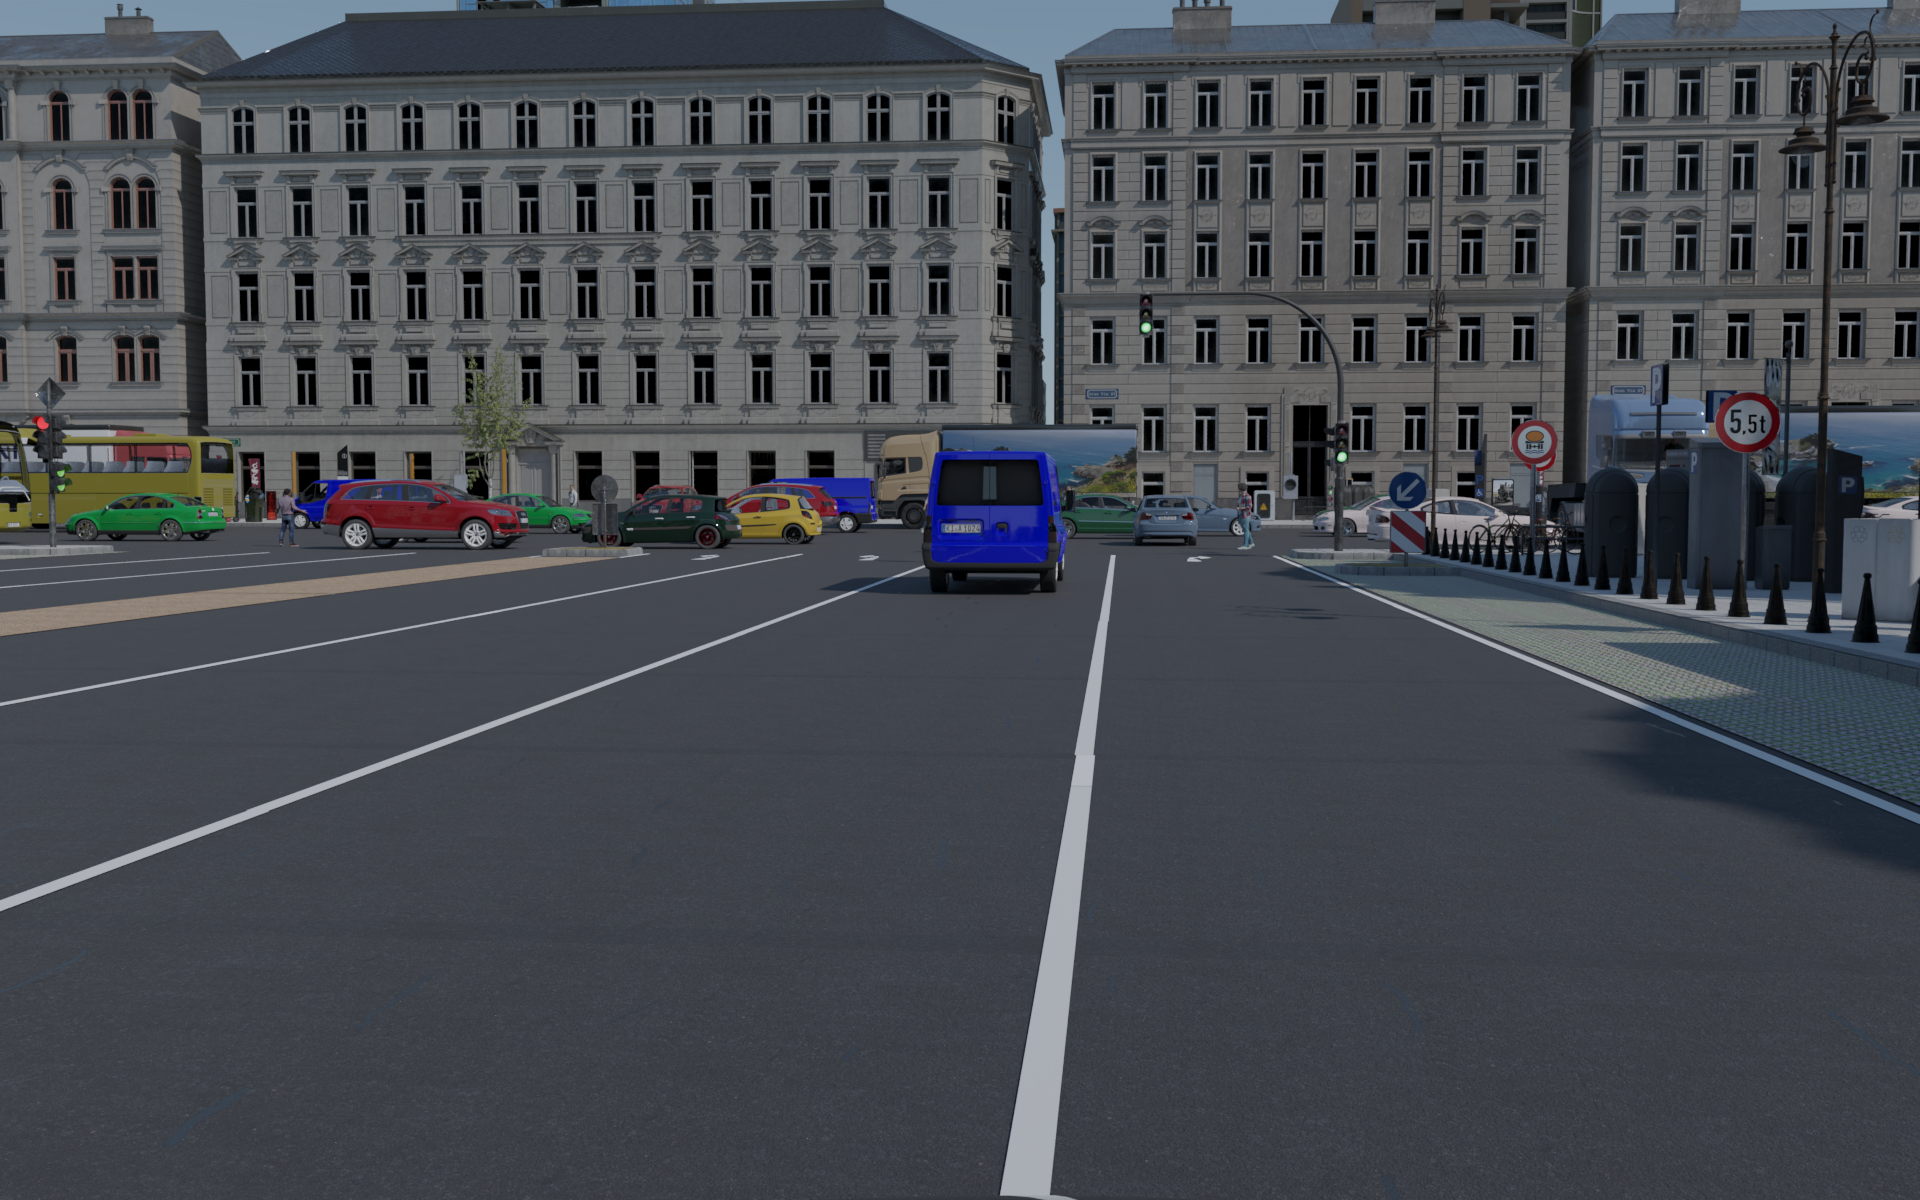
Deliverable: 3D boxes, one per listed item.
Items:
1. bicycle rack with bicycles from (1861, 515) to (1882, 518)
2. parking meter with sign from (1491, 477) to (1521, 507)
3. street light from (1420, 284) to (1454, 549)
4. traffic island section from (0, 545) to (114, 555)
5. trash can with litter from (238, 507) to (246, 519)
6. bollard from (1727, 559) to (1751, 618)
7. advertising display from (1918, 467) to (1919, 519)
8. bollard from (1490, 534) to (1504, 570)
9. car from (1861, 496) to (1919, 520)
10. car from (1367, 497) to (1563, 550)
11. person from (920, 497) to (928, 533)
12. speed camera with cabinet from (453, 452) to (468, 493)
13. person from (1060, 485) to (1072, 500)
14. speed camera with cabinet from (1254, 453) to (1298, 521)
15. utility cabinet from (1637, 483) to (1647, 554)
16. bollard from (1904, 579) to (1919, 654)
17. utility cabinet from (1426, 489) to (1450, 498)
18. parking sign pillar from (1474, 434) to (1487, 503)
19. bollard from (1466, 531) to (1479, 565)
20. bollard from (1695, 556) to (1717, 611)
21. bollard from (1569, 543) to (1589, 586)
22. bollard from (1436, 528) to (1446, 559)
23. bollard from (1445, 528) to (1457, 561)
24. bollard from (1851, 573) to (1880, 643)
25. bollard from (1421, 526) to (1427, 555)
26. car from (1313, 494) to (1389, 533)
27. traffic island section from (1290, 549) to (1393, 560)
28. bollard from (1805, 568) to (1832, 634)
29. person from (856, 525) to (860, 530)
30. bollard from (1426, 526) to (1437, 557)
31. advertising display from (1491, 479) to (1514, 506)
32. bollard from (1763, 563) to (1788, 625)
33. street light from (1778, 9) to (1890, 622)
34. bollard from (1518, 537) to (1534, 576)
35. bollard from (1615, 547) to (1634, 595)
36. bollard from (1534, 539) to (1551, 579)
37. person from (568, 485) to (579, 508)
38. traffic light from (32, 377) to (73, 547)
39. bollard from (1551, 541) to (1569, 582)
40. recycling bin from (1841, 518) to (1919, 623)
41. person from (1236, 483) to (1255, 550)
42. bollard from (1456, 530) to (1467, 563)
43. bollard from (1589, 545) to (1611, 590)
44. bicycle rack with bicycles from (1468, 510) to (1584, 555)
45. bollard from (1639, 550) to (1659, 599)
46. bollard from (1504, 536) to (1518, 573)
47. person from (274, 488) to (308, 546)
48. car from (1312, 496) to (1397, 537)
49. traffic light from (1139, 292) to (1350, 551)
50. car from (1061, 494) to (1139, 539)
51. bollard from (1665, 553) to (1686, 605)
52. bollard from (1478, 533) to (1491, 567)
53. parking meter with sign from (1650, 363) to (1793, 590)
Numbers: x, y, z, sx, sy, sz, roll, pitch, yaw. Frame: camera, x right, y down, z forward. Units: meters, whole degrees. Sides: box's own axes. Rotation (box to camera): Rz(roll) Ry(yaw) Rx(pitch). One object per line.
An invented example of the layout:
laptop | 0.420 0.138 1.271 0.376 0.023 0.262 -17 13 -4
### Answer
bicycle rack with bicycles | 17.192 -1.143 32.071 2.852 0.926 2.925 2 4 30
parking meter with sign | 24.581 -5.045 78.740 1.738 3.016 0.543 0 4 -3
street light | 10.499 -4.006 38.282 0.468 5.910 1.993 0 4 5
traffic island section | -21.887 -1.193 41.781 2.009 0.180 2.903 0 4 5
trash can with litter | -36.463 -4.699 87.893 1.678 1.210 2.233 2 4 35
bollard | 8.138 -0.125 18.084 0.229 0.601 0.229 0 3 0
advertising display | 11.658 -0.909 20.077 0.974 1.923 0.123 1 4 19
bollard | 9.197 -0.818 29.411 0.229 0.601 0.229 0 3 0
car | 28.991 -2.399 51.591 4.827 1.381 2.083 0 4 5
car | 12.816 -1.938 44.054 4.827 1.381 2.083 0 4 5
person | -1.184 -3.317 63.411 0.598 1.740 0.731 1 4 20
speed camera with cabinet | -23.407 -5.309 81.141 0.660 3.252 2.038 -1 4 -15
person | 3.748 -3.088 59.706 0.841 1.734 0.376 2 4 26
speed camera with cabinet | 15.025 -5.385 82.379 2.038 3.252 0.660 1 4 10
utility cabinet | 14.253 -1.702 36.514 0.318 1.500 1.173 3 4 36
bollard | 7.757 0.126 13.976 0.229 0.601 0.229 0 3 0
utility cabinet | 20.383 -3.986 73.854 1.173 1.500 0.318 -2 4 -35
parking sign pillar | 23.144 -5.413 76.981 1.447 3.967 1.447 1 4 20
bollard | 9.390 -0.943 31.463 0.229 0.601 0.229 0 3 0
bollard | 8.235 -0.187 19.106 0.229 0.601 0.229 0 3 0
bollard | 8.716 -0.503 24.258 0.229 0.601 0.229 0 3 0
bollard | 9.678 -1.132 34.547 0.229 0.601 0.229 0 3 0
bollard | 9.582 -1.069 33.514 0.229 0.601 0.229 0 3 0
bollard | 7.850 0.064 14.999 0.229 0.601 0.229 0 3 0
bollard | 9.869 -1.258 36.610 0.229 0.601 0.229 0 3 0
car | 15.327 -3.131 62.996 4.920 1.459 2.131 0 4 6
traffic island section | 8.522 -1.019 38.946 2.009 0.180 2.903 0 4 5
bollard | 7.949 0.001 16.021 0.229 0.601 0.229 0 3 0
person | -4.060 -3.542 69.637 0.697 1.427 0.421 3 4 37
bollard | 9.771 -1.194 35.570 0.229 0.601 0.229 0 3 0
advertising display | 23.408 -4.252 74.734 0.974 1.923 0.123 0 4 -7
bollard | 8.042 -0.062 17.062 0.229 0.601 0.229 0 3 0
street light | 8.589 -2.715 17.181 0.468 5.910 1.993 0 4 5
bollard | 9.003 -0.691 27.346 0.229 0.601 0.229 0 3 0
bollard | 8.525 -0.376 22.192 0.229 0.601 0.229 0 3 0
bollard | 8.910 -0.629 26.323 0.229 0.601 0.229 0 3 0
person | -16.699 -4.043 74.712 0.850 1.850 0.679 -3 5 -39
traffic light | -21.848 -3.225 41.643 0.839 4.253 0.868 0 4 5
bollard | 8.815 -0.566 25.301 0.229 0.601 0.229 0 3 0
recycling bin | 9.536 -0.314 17.692 0.722 1.027 0.722 -3 4 -37
person | 7.387 -2.168 44.791 0.643 1.720 0.563 -1 4 -13
bollard | 9.487 -1.006 32.489 0.229 0.601 0.229 0 3 0
bollard | 8.617 -0.439 23.214 0.229 0.601 0.229 0 3 0
bicycle rack with bicycles | 12.378 -1.462 37.280 2.925 0.926 2.852 0 4 -4
bollard | 8.426 -0.313 21.166 0.229 0.601 0.229 0 3 0
bollard | 9.103 -0.754 28.374 0.229 0.601 0.229 0 3 0
person | -18.369 -2.257 47.367 0.963 1.587 0.435 0 4 3
car | 14.327 -2.811 58.326 4.827 1.381 2.083 0 4 4
traffic light | 6.392 -3.928 38.888 4.771 5.953 1.251 0 4 5
car | 4.792 -2.694 55.840 4.920 1.459 2.131 0 4 7
bollard | 8.333 -0.251 20.143 0.229 0.601 0.229 0 3 0
bollard | 9.292 -0.880 30.433 0.229 0.601 0.229 0 3 0
parking meter with sign | 10.251 -1.655 23.328 1.738 3.016 0.543 0 4 6
